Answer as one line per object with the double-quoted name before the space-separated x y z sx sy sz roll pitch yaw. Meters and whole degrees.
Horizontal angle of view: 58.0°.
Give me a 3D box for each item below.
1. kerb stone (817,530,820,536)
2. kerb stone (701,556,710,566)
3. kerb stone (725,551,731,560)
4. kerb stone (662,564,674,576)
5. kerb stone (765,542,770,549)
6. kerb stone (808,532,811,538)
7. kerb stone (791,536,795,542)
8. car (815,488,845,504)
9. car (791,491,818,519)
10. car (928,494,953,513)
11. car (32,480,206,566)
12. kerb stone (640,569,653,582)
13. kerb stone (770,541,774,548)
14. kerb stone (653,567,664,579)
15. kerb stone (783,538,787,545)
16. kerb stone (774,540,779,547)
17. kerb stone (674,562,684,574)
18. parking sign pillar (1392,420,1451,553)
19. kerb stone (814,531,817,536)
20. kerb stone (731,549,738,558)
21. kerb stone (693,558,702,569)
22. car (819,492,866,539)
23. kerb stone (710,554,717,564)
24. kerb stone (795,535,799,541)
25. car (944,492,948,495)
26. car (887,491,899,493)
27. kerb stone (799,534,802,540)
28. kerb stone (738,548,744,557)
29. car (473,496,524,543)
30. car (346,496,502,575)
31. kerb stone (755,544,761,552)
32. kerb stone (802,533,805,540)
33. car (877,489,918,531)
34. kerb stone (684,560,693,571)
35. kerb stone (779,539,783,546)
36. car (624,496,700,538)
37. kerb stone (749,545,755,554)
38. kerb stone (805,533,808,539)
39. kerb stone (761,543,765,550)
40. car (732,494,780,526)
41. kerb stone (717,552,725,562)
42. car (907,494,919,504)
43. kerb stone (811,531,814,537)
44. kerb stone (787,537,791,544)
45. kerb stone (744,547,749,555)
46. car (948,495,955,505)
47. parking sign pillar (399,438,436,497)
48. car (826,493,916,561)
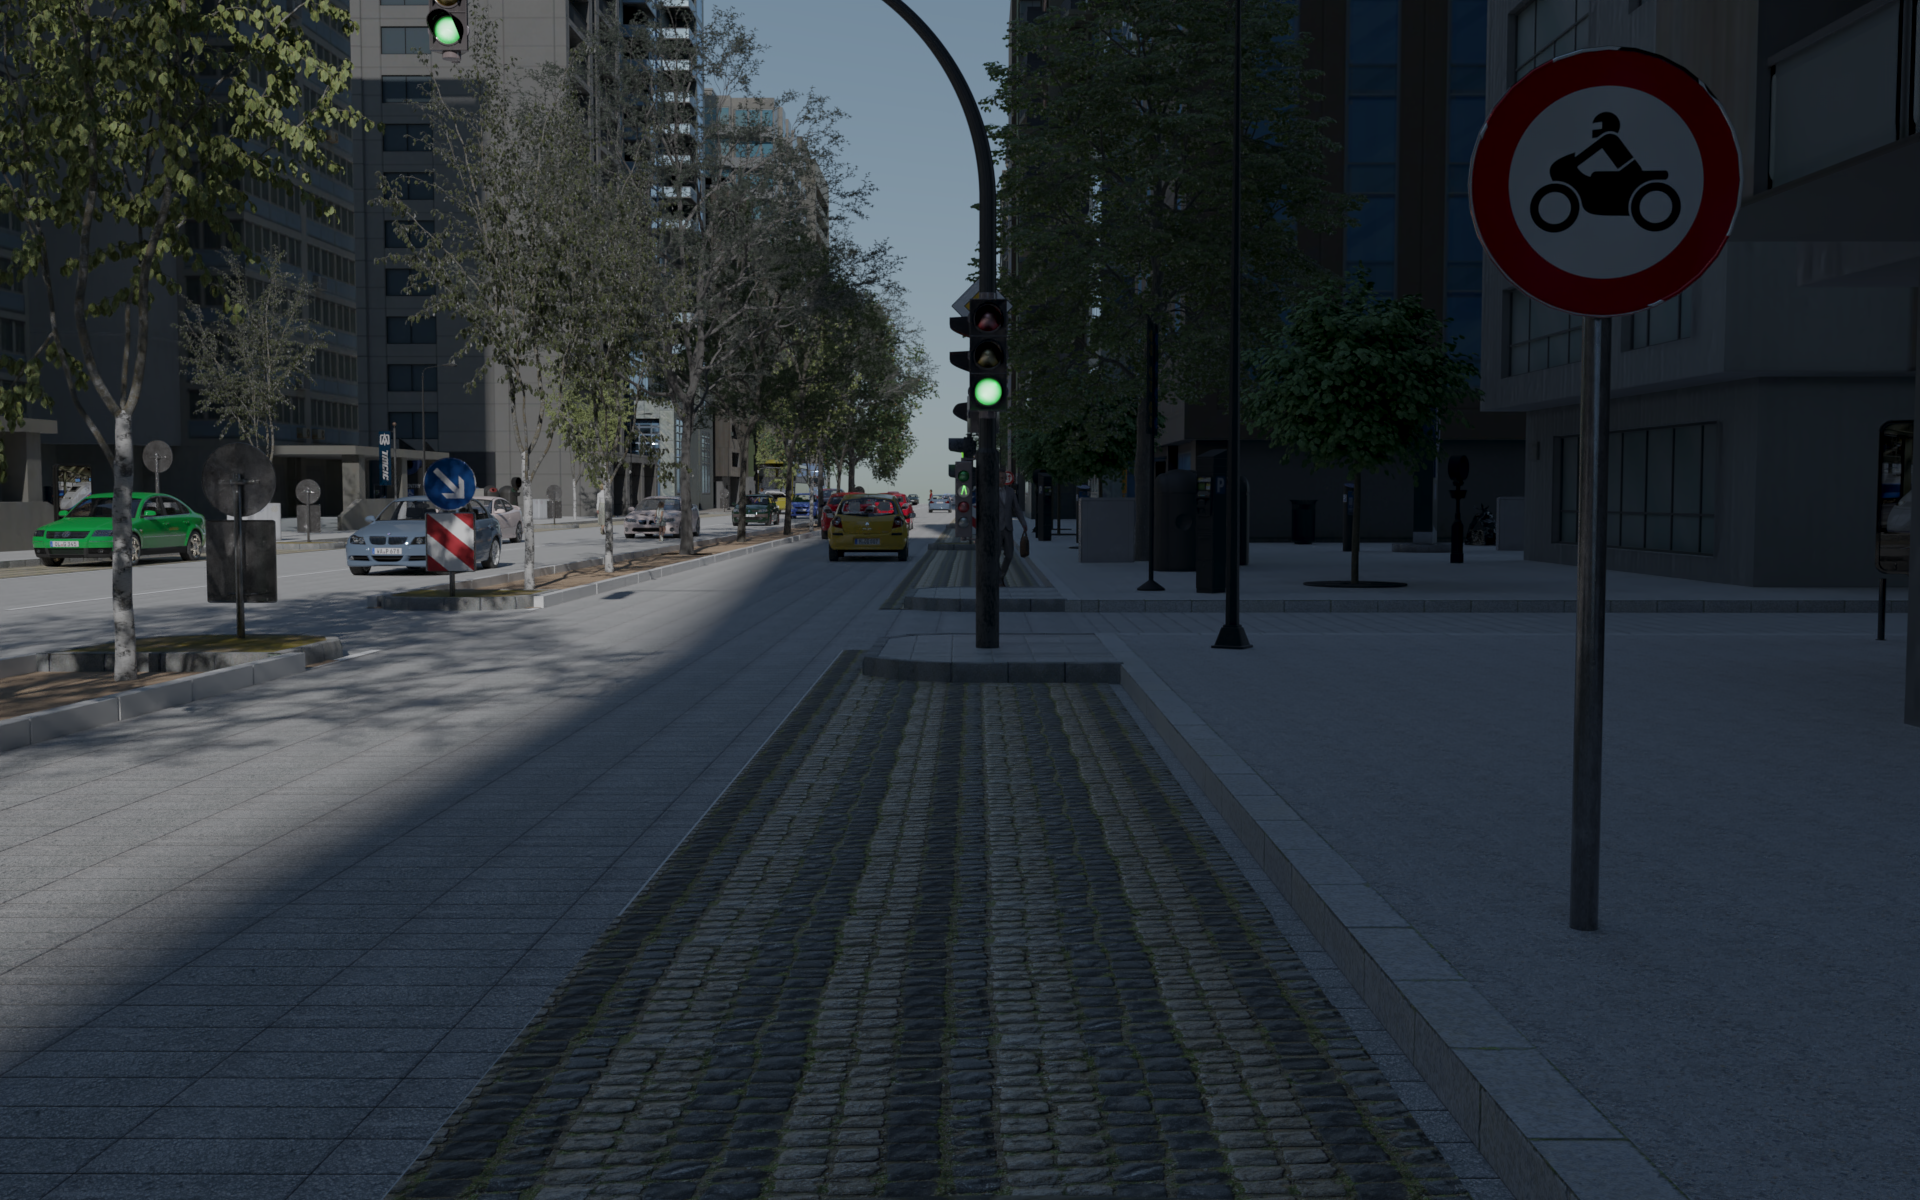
"kerb stone" -4.976 -2.261 59.158 0.120 0.150 1.000 0 4 0
"kerb stone" -5.177 -0.754 34.540 0.120 0.150 1.000 0 4 0
"kerb stone" -5.153 -0.941 37.617 0.120 0.150 1.000 0 4 0
"kerb stone" -5.213 -0.504 30.437 0.120 0.150 1.000 0 4 0
"kerb stone" -5.098 -1.382 44.794 0.120 0.150 1.000 0 4 0
"kerb stone" -5.004 -2.073 56.081 0.120 0.150 1.000 0 4 0
"kerb stone" -5.049 -1.756 50.954 0.120 0.150 1.000 0 4 0
"car" -8.322 -6.335 112.256 2.281 1.827 5.304 0 3 0
"car" -9.067 -5.596 101.084 1.945 1.707 3.694 0 3 0
"car" -1.515 -7.412 133.194 2.014 1.417 4.499 0 4 1
"car" -17.173 -1.635 35.536 1.959 1.807 4.718 0 4 0
"kerb stone" -5.236 -0.379 28.394 0.120 0.150 1.000 0 4 0
"kerb stone" -5.094 -1.445 45.824 0.120 0.150 1.000 0 4 0
"kerb stone" -5.224 -0.438 29.416 0.120 0.150 1.000 0 4 0
"kerb stone" -5.059 -1.628 48.909 0.120 0.150 1.000 0 4 0
"kerb stone" -5.076 -1.508 46.850 0.120 0.150 1.000 0 4 0
"kerb stone" -5.204 -0.567 31.464 0.120 0.150 1.000 0 4 0
"parking sign pillar" 10.328 -3.051 38.351 1.447 3.967 1.447 1 4 20
"kerb stone" -4.985 -2.198 58.136 0.120 0.150 1.000 0 4 0
"kerb stone" -5.143 -1.006 38.647 0.120 0.150 1.000 0 4 0
"kerb stone" -5.188 -0.687 33.510 0.120 0.150 1.000 0 4 0
"car" -3.532 -2.893 56.338 2.155 1.783 4.494 0 4 -1
"kerb stone" -5.172 -0.817 35.561 0.120 0.150 1.000 0 4 0
"kerb stone" -5.033 -1.822 51.983 0.120 0.150 1.000 0 4 0
"car" -1.768 -14.851 252.407 1.945 1.707 3.694 0 4 2
"car" -8.537 -13.006 221.326 2.281 1.827 5.304 0 4 -1
"kerb stone" -5.030 -1.882 53.005 0.120 0.150 1.000 0 4 0
"kerb stone" -5.138 -1.068 39.671 0.120 0.150 1.000 0 4 0
"car" -13.886 -2.275 49.565 2.083 1.381 4.827 0 4 2
"car" -9.822 -1.227 32.069 2.014 1.417 4.499 0 4 2
"kerb stone" -5.108 -1.255 42.748 0.120 0.150 1.000 0 4 0
"kerb stone" -5.009 -1.942 54.034 0.120 0.150 1.000 0 4 0
"car" -2.792 -3.692 69.396 2.155 1.783 4.494 0 4 0
"kerb stone" -5.196 -0.629 32.487 0.120 0.150 1.000 0 4 0
"kerb stone" -5.071 -1.571 47.876 0.120 0.150 1.000 0 4 0
"car" -9.850 -2.762 57.522 2.083 1.381 4.827 0 4 2
"kerb stone" -5.122 -1.188 41.723 0.120 0.150 1.000 0 4 0
"kerb stone" -5.011 -2.010 55.056 0.120 0.150 1.000 0 4 0
"kerb stone" -5.105 -1.320 43.772 0.120 0.150 1.000 0 4 0
"car" -9.269 -4.214 78.688 2.009 1.686 4.222 0 4 2
"kerb stone" -5.160 -0.877 36.590 0.120 0.150 1.000 0 4 0
"car" -6.876 -14.873 252.965 2.009 1.686 4.222 0 4 1
"kerb stone" -4.996 -2.135 57.107 0.120 0.150 1.000 0 4 0
"kerb stone" -5.054 -1.696 49.930 0.120 0.150 1.000 0 4 0
"kerb stone" -5.136 -1.131 40.701 0.120 0.150 1.000 0 4 0
"car" -1.107 -11.196 195.411 2.083 1.381 4.827 0 4 -1
"parking sign pillar" -26.294 -5.787 83.094 1.447 3.967 1.447 0 4 7
"car" -1.986 -1.718 38.313 2.015 1.641 3.980 0 4 -1
